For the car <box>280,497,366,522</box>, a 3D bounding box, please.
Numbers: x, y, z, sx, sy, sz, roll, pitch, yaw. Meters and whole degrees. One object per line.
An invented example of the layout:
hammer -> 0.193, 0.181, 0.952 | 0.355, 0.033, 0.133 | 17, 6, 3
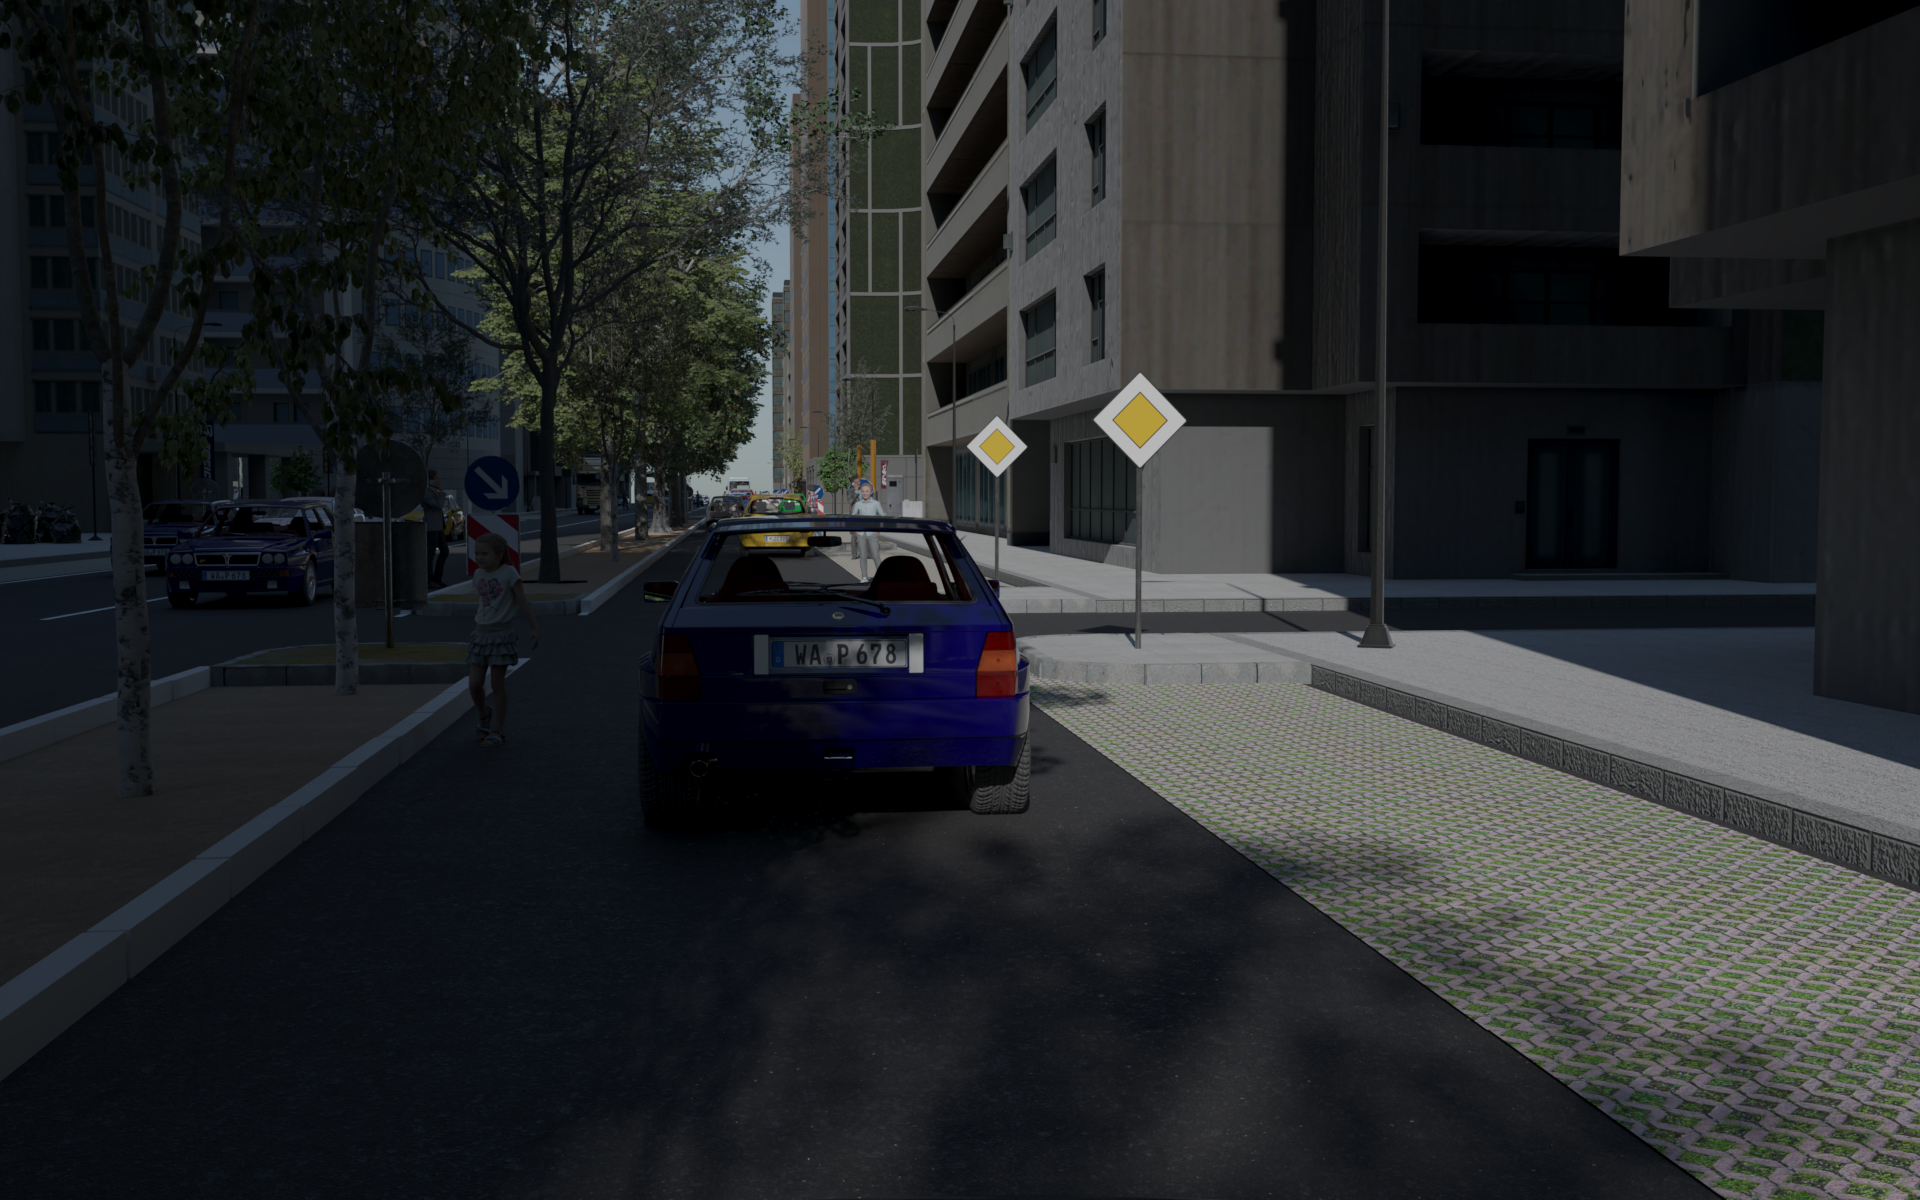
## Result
car -> -14.912, -1.669, 39.656 | 2.083, 1.381, 4.827 | 0, 4, -6

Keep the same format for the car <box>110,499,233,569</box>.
car -> -14.261, -1.181, 31.884 | 1.945, 1.354, 3.894 | -1, 4, -9

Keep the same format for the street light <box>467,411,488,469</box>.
street light -> -26.858, -7.582, 96.506 | 1.470, 5.913, 1.316 | 0, 4, -7

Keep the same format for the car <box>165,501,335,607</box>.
car -> -9.328, -0.654, 23.270 | 1.945, 1.354, 3.894 | 0, 4, -8

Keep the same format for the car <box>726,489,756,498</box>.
car -> -15.261, -6.887, 121.283 | 2.281, 1.827, 5.304 | 0, 4, -7

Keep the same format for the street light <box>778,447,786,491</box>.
street light -> -17.110, -12.238, 172.634 | 1.470, 5.913, 1.316 | 0, 4, -7

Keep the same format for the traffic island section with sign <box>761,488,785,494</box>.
traffic island section with sign -> -15.820, -8.541, 148.274 | 1.989, 1.847, 2.006 | 0, 4, -7

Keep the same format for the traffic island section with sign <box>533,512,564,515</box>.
traffic island section with sign -> -28.371, -6.783, 119.528 | 1.989, 1.847, 2.006 | 0, 4, -7

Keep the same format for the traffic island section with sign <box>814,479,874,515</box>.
traffic island section with sign -> -2.718, -2.224, 44.988 | 1.989, 1.847, 2.006 | 0, 4, -7

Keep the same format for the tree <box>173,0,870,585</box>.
tree -> -6.620, -7.011, 27.453 | 12.009, 13.543, 11.850 | 0, 3, 0

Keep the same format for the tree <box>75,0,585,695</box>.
tree -> -4.435, -3.638, 12.308 | 4.737, 8.622, 4.395 | 0, 3, 0

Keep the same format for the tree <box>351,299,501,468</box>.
tree -> -26.137, -9.136, 83.788 | 8.767, 10.594, 7.601 | 1, 4, 8

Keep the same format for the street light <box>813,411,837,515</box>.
street light -> -7.510, -7.587, 96.588 | 1.470, 5.913, 1.316 | 0, 4, -7

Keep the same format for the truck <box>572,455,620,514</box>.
truck -> -26.147, -8.329, 125.085 | 2.839, 4.237, 11.283 | 0, 4, -8

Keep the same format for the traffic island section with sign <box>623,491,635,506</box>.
traffic island section with sign -> -38.672, -11.750, 200.733 | 1.989, 1.847, 2.006 | 0, 4, -7

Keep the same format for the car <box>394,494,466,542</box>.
car -> -16.241, -2.621, 53.079 | 2.015, 1.641, 3.980 | -1, 4, -9

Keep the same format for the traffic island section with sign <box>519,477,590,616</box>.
traffic island section with sign -> -5.621, -0.799, 21.196 | 2.006, 1.907, 1.989 | 0, 4, -7

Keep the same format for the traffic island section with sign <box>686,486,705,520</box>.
traffic island section with sign -> -15.084, -5.358, 95.739 | 2.006, 1.907, 1.989 | 0, 4, -7

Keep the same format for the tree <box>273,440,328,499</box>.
tree -> -23.548, -4.138, 62.260 | 1.663, 3.219, 1.824 | 0, 3, 0

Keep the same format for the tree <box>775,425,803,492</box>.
tree -> -17.089, -14.039, 179.900 | 4.737, 8.622, 4.395 | 0, 3, 0

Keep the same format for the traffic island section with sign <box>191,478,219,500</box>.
traffic island section with sign -> -18.592, -2.066, 42.401 | 1.989, 1.847, 2.006 | 0, 4, -7

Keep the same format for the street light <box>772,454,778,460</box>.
street light -> -20.743, -13.985, 201.201 | 1.470, 5.913, 1.316 | 0, 4, -7

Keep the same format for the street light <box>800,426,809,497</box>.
street light -> -10.282, -8.966, 119.137 | 1.470, 5.913, 1.316 | 0, 4, -7

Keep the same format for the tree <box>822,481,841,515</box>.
tree -> -8.068, -6.970, 108.555 | 1.663, 3.219, 1.824 | 0, 3, 0

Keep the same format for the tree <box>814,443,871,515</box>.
tree -> -7.025, -7.345, 103.811 | 4.285, 4.588, 4.351 | 0, 3, 0

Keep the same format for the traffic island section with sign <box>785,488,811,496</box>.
traffic island section with sign -> -6.106, -3.859, 71.730 | 1.989, 1.847, 2.006 | 0, 4, -7

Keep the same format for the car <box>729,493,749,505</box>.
car -> -14.452, -6.313, 112.802 | 1.945, 1.707, 3.694 | 0, 4, -8

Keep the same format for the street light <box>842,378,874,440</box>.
street light -> -4.030, -5.933, 69.549 | 1.470, 5.913, 1.316 | 0, 4, -7

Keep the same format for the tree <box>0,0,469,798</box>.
tree -> -3.854, -3.357, 7.704 | 4.360, 8.622, 3.978 | 0, 3, 0

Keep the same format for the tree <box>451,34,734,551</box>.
tree -> -8.617, -7.454, 42.453 | 7.486, 12.596, 7.792 | 0, 3, 0

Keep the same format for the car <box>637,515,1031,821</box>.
car -> -0.696, 0.218, 9.012 | 1.945, 1.354, 3.894 | 0, 4, -6

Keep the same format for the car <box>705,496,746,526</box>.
car -> -10.516, -4.034, 78.320 | 2.083, 1.381, 4.827 | 0, 4, -7

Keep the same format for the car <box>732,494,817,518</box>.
car -> -4.315, -1.848, 40.431 | 2.015, 1.641, 3.980 | 0, 4, -7

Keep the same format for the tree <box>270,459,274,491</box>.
tree -> -32.165, -5.362, 82.263 | 1.663, 3.219, 1.824 | 0, 3, 0

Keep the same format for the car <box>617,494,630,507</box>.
car -> -36.761, -10.737, 187.544 | 2.014, 1.417, 4.499 | 0, 4, -7

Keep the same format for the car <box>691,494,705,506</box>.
car -> -31.479, -12.047, 206.762 | 2.009, 1.686, 4.222 | 0, 4, -7

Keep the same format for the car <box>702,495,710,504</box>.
car -> -35.958, -14.071, 242.639 | 1.945, 1.354, 3.894 | -1, 4, -9

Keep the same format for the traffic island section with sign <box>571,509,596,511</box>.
traffic island section with sign -> -31.769, -8.418, 146.269 | 1.989, 1.847, 2.006 | 0, 4, -7

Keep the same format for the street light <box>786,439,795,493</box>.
street light -> -13.672, -10.587, 145.631 | 1.470, 5.913, 1.316 | 0, 4, -7

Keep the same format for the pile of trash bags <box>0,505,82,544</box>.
pile of trash bags -> -24.596, -2.130, 44.572 | 3.447, 1.369, 1.912 | -3, 4, -36

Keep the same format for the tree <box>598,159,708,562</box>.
tree -> -7.200, -5.079, 35.864 | 4.360, 8.622, 3.978 | 0, 3, 0

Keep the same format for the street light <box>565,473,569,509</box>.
street light -> -33.836, -10.926, 151.186 | 1.470, 5.913, 1.316 | 0, 4, -7

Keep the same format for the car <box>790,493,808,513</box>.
car -> -10.422, -6.069, 108.032 | 1.959, 1.807, 4.718 | -1, 4, -9

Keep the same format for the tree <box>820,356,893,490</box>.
tree -> -5.697, -8.705, 92.687 | 4.360, 8.622, 3.978 | 0, 3, 0

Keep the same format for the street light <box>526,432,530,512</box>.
street light -> -30.355, -9.248, 123.751 | 1.470, 5.913, 1.316 | 0, 4, -7

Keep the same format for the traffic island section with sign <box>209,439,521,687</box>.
traffic island section with sign -> -4.699, -0.349, 13.847 | 2.006, 1.907, 1.989 | 0, 4, -7
